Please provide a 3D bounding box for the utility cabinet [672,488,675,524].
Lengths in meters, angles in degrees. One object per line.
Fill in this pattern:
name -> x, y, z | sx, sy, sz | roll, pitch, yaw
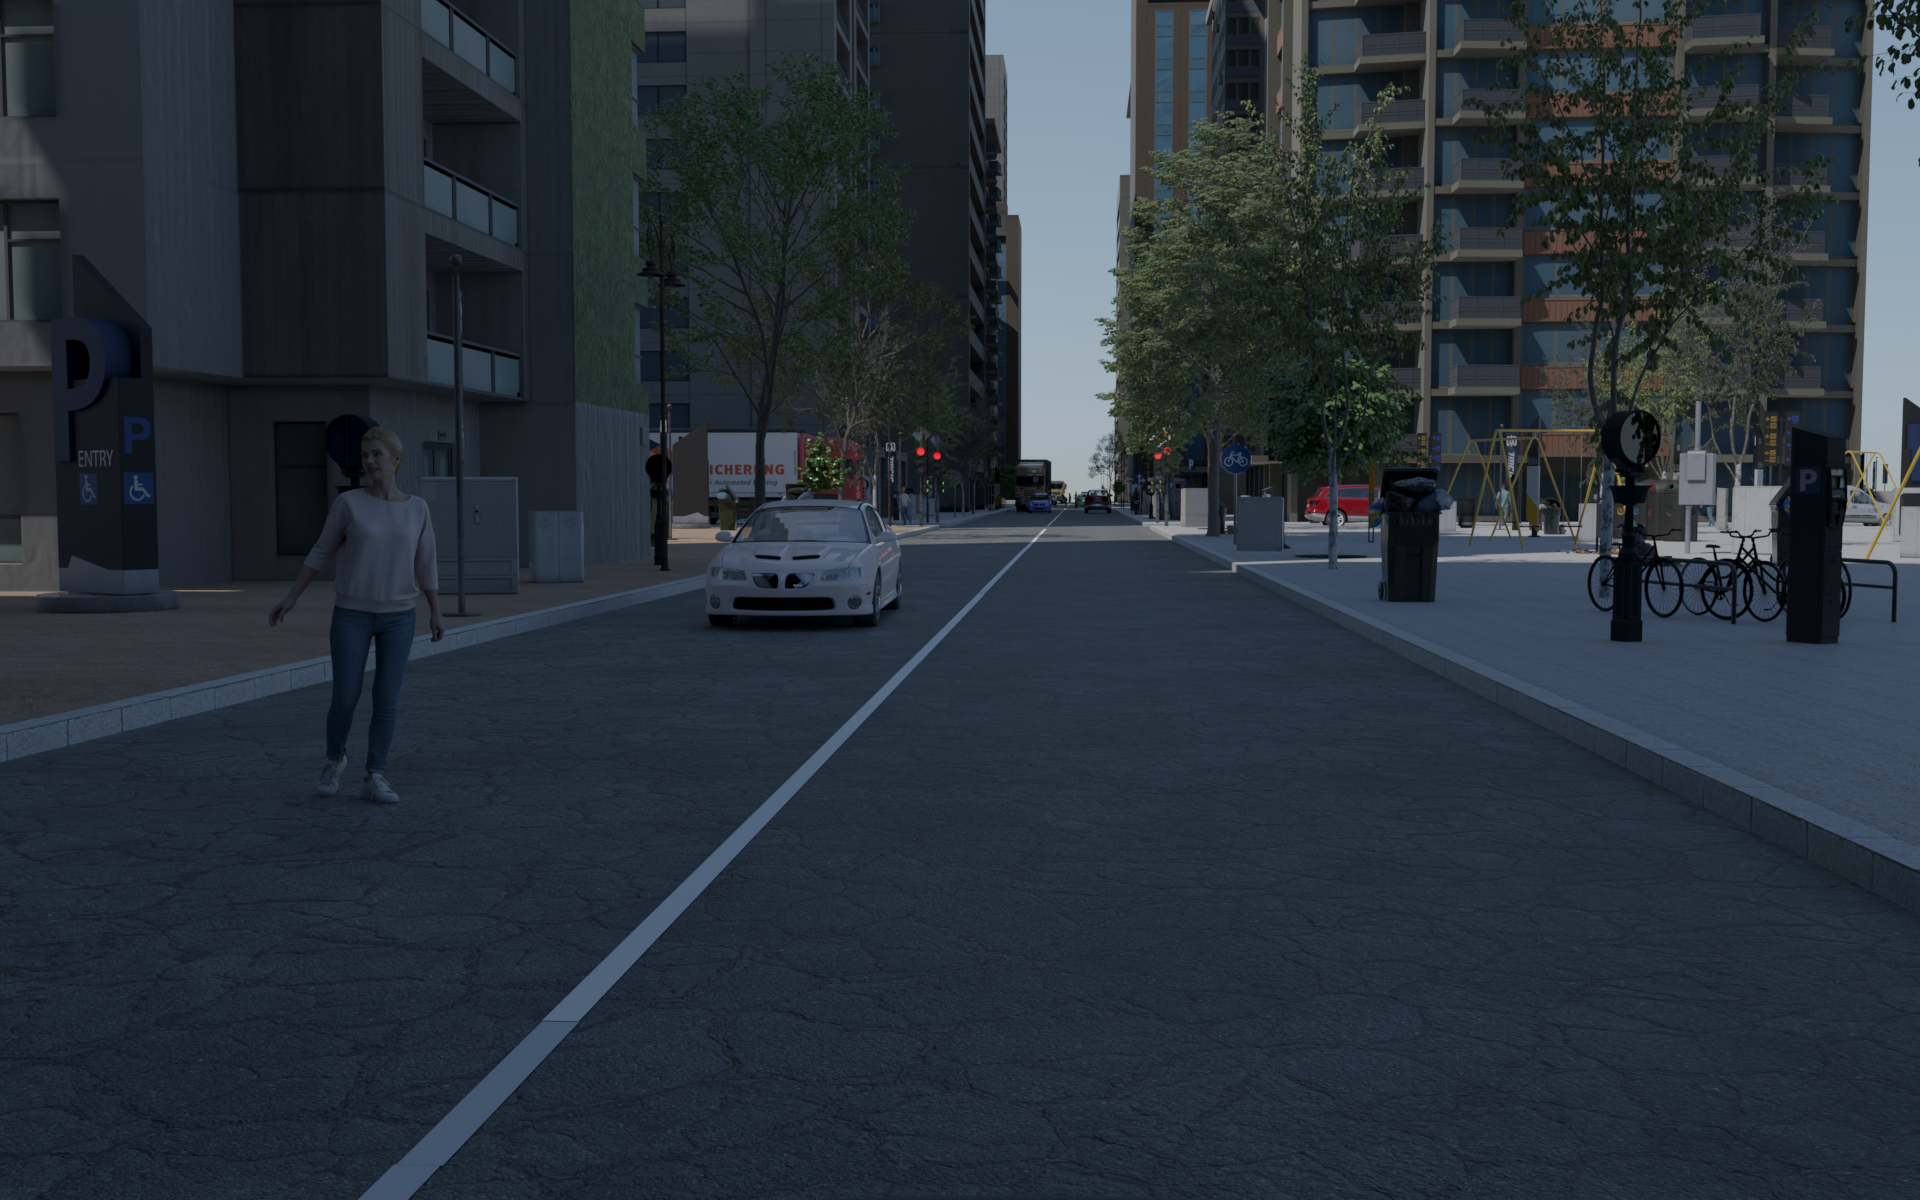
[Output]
utility cabinet -> -10.925, -3.633, 68.075 | 0.318, 1.500, 1.173 | 1, 4, 18

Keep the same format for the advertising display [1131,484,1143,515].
advertising display -> 10.961, -6.249, 107.384 | 0.123, 1.923, 0.974 | -3, 4, -37

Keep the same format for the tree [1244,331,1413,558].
tree -> 7.454, -3.142, 35.080 | 4.285, 4.588, 4.351 | 0, 3, 0

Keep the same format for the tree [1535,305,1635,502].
tree -> 23.965, -7.021, 65.156 | 4.360, 8.622, 3.978 | 0, 3, 0

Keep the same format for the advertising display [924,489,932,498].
advertising display -> -2.113, -6.683, 114.487 | 0.123, 1.923, 0.974 | 2, 4, 28

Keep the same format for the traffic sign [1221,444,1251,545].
traffic sign -> 6.984, -2.679, 43.907 | 0.768, 2.556, 0.104 | 0, 4, 8

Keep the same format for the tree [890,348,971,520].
tree -> -1.272, -8.323, 86.448 | 4.737, 8.622, 4.395 | 0, 3, 0

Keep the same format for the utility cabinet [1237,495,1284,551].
utility cabinet -> 6.787, -1.712, 39.145 | 1.020, 1.237, 0.306 | 1, 4, 17

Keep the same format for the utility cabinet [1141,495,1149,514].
utility cabinet -> 11.547, -5.982, 108.973 | 1.020, 1.237, 0.306 | -2, 4, -28

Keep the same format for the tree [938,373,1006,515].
tree -> 0.266, -9.445, 104.784 | 4.360, 8.622, 3.978 | 0, 3, 0

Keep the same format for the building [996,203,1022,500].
building -> 2.425, -37.893, 269.663 | 14.600, 45.320, 14.200 | 0, 4, 4

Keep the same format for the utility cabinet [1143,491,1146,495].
utility cabinet -> 12.651, -6.853, 120.722 | 0.318, 1.500, 1.173 | -3, 5, -39

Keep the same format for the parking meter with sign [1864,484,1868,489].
parking meter with sign -> 68.498, -8.270, 131.471 | 0.543, 3.016, 1.738 | -3, 4, -37

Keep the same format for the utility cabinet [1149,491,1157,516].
utility cabinet -> 11.367, -5.685, 101.635 | 0.318, 1.500, 1.173 | 0, 4, -8

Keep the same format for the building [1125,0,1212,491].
building -> 20.946, -30.021, 140.955 | 14.600, 45.320, 14.200 | 0, 4, 4

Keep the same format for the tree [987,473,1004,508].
tree -> 3.288, -10.223, 161.750 | 1.663, 3.219, 1.824 | 0, 3, 0

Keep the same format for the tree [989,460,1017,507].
tree -> 4.406, -11.215, 167.081 | 4.285, 4.588, 4.351 | 0, 3, 0

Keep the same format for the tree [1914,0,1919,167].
tree -> 8.331, -3.755, 11.755 | 4.737, 8.622, 4.395 | 0, 3, 0

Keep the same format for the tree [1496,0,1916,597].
tree -> 8.267, -4.338, 21.292 | 4.737, 8.622, 4.395 | 0, 3, 0

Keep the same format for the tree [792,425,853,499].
tree -> -4.048, -3.327, 49.003 | 1.663, 3.219, 1.824 | 0, 3, 0

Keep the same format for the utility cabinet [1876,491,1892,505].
utility cabinet -> 65.958, -7.047, 123.895 | 1.173, 1.500, 0.318 | 3, 5, 42

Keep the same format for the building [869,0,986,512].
building -> -9.276, -31.032, 131.070 | 21.300, 48.544, 21.600 | 0, 4, 4

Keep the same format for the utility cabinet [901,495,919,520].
utility cabinet -> -2.619, -4.613, 86.584 | 0.306, 1.237, 1.020 | -3, 4, -37

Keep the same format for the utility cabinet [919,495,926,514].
utility cabinet -> -2.733, -6.186, 112.298 | 1.020, 1.237, 0.306 | 0, 4, -3

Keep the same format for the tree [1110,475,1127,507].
tree -> 18.046, -12.282, 195.414 | 1.663, 3.219, 1.824 | 0, 3, 0

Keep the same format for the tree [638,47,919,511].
tree -> -4.594, -7.030, 40.694 | 9.928, 11.665, 9.643 | 0, 3, 0

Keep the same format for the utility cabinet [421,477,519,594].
utility cabinet -> -6.260, -0.824, 22.150 | 1.173, 1.500, 0.318 | -1, 4, -11

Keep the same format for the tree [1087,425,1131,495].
tree -> 20.616, -18.397, 235.196 | 7.601, 10.594, 8.767 | 1, 4, 17

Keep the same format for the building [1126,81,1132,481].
building -> 34.796, -37.978, 210.174 | 28.713, 52.752, 27.495 | 0, 4, 4

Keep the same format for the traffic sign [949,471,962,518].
traffic sign -> -0.278, -5.783, 94.661 | 0.768, 2.556, 0.104 | 0, 4, 5

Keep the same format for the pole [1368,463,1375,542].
pole -> 10.910, -3.182, 45.863 | 0.158, 3.312, 0.155 | 0, 3, 0

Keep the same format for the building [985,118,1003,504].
building -> -6.521, -33.279, 198.735 | 22.147, 44.769, 28.867 | 0, 4, 4

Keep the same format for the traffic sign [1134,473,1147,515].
traffic sign -> 10.830, -6.358, 104.058 | 0.768, 2.556, 0.104 | 0, 4, 4

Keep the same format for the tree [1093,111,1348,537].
tree -> 8.052, -8.177, 51.828 | 7.486, 12.596, 7.792 | 0, 3, 0

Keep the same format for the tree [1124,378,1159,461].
tree -> 11.340, -9.014, 97.748 | 4.737, 8.622, 4.395 | 0, 3, 0

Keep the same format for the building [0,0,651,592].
building -> -13.755, -21.039, 27.583 | 14.154, 41.232, 14.086 | 0, 4, 4

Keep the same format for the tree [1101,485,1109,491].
tree -> 25.412, -19.168, 308.002 | 1.663, 3.219, 1.824 | 0, 3, 0

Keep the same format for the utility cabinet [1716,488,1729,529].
utility cabinet -> 27.435, -3.279, 62.293 | 0.318, 1.500, 1.173 | 2, 4, 28

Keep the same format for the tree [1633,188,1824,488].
tree -> 19.034, -5.631, 42.424 | 4.360, 8.622, 3.978 | 0, 3, 0

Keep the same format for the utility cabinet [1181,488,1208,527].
utility cabinet -> 9.061, -3.550, 66.719 | 1.173, 1.500, 0.318 | -2, 4, -30

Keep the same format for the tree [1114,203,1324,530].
tree -> 9.190, -8.351, 62.287 | 9.928, 11.665, 9.643 | 0, 3, 0

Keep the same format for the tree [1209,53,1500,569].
tree -> 6.308, -4.816, 29.107 | 4.737, 8.622, 4.395 | 0, 3, 0

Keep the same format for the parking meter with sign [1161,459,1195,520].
parking meter with sign -> 10.756, -5.479, 85.847 | 1.738, 3.016, 0.543 | -1, 4, -22

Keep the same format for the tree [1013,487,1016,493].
tree -> 6.768, -12.690, 202.088 | 1.663, 3.219, 1.824 | 0, 3, 0

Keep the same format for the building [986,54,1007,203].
building -> -0.351, -51.959, 287.773 | 20.563, 71.187, 20.611 | 0, 4, 4

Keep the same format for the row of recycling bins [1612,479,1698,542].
row of recycling bins -> 19.300, -2.506, 48.080 | 1.069, 1.692, 3.534 | 0, 4, -8

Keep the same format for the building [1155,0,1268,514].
building -> 29.242, -25.783, 113.430 | 32.217, 40.220, 23.993 | 0, 4, 4

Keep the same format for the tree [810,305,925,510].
tree -> -3.524, -7.107, 66.563 | 4.360, 8.622, 3.978 | 0, 3, 0

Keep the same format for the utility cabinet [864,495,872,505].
utility cabinet -> -4.937, -4.663, 87.395 | 1.020, 1.237, 0.306 | -3, 4, -37

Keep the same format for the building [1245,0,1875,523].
building -> 28.206, -26.387, 86.053 | 28.867, 44.769, 22.147 | 0, 4, 4

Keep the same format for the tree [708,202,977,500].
tree -> -3.886, -7.416, 55.666 | 8.767, 10.594, 7.601 | -1, 4, -9

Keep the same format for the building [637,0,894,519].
building -> -13.646, -40.355, 98.048 | 20.563, 71.187, 20.611 | 0, 4, 4

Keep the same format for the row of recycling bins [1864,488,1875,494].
row of recycling bins -> 62.855, -7.087, 122.984 | 3.534, 1.692, 1.069 | 2, 4, 25
